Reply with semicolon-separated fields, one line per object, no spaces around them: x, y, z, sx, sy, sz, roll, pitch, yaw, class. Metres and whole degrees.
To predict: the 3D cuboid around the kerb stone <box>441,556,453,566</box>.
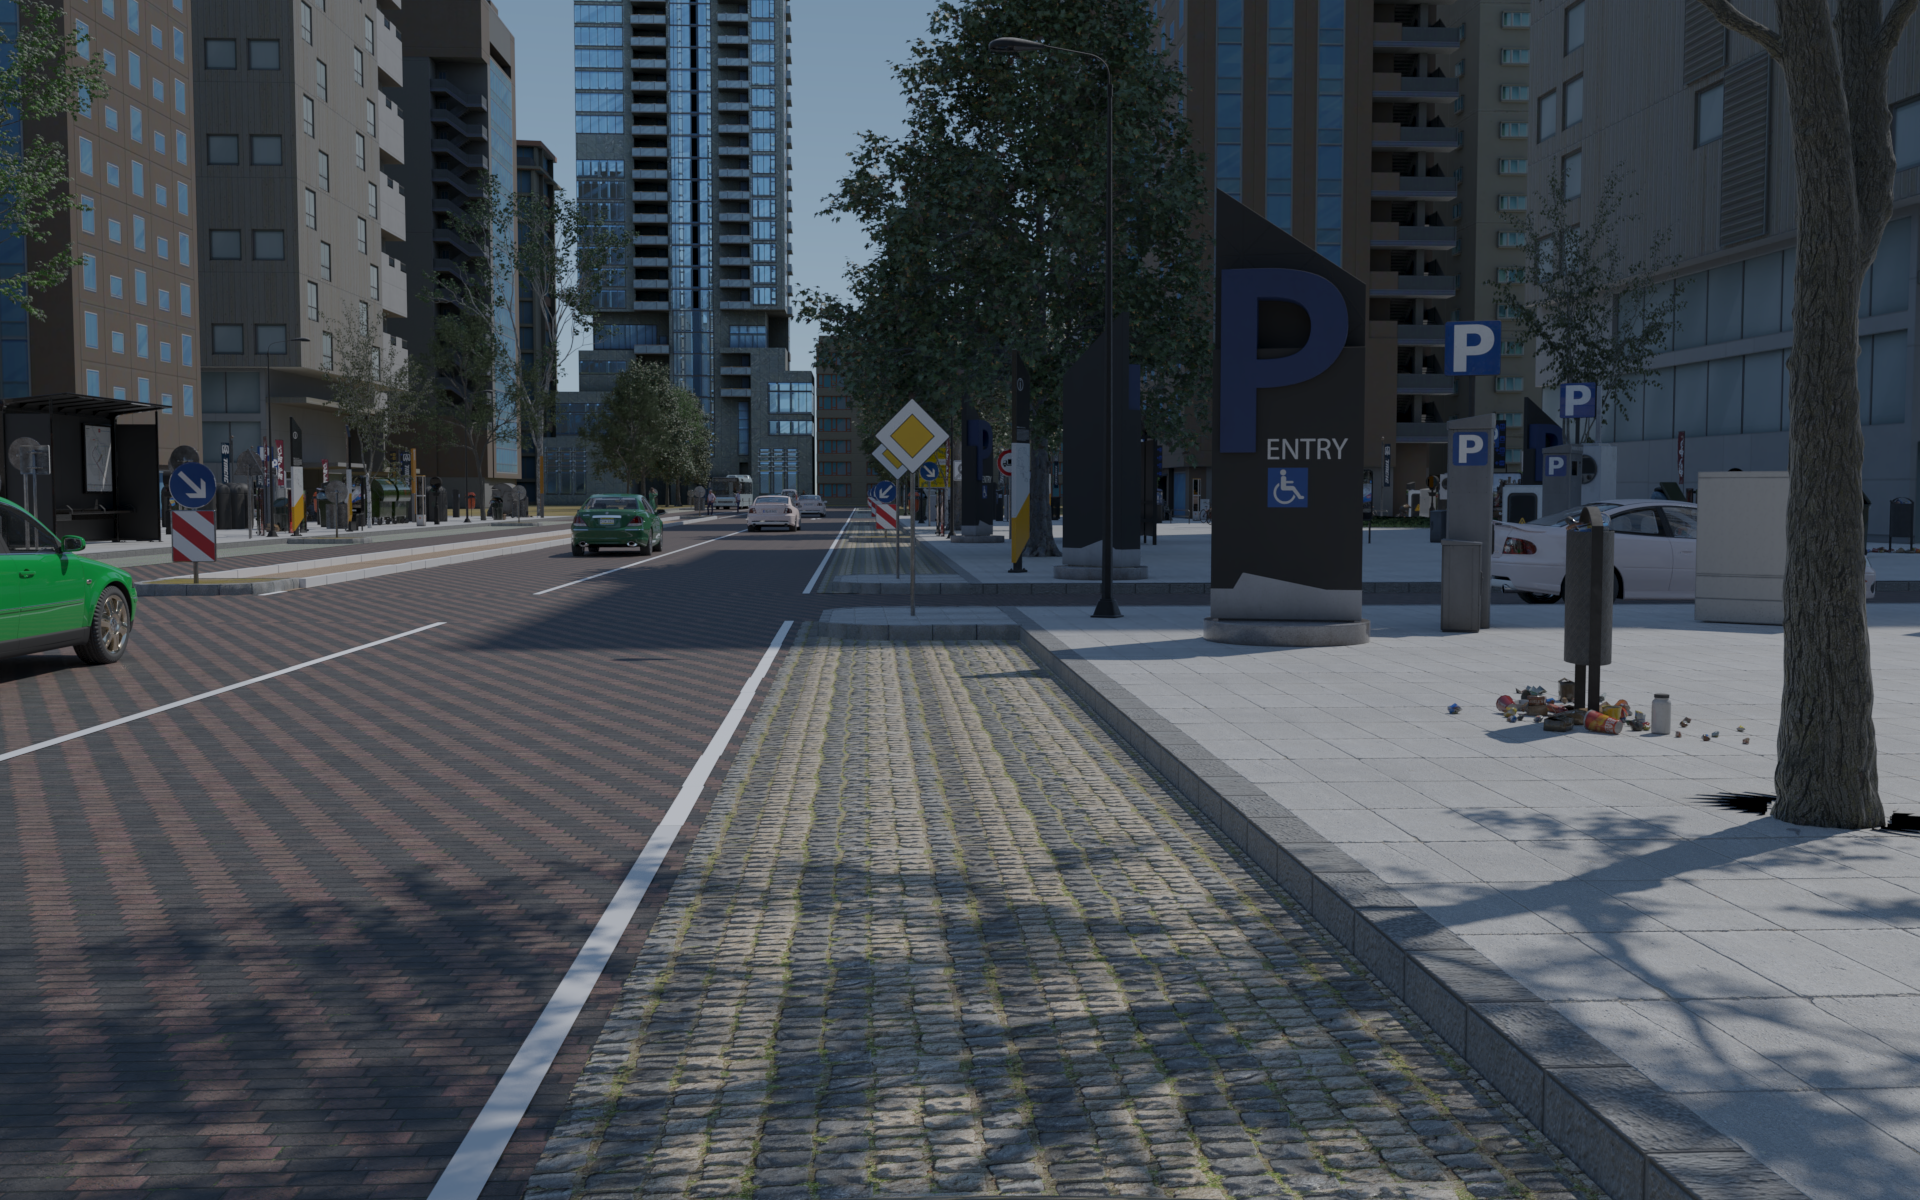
-10.464;-0.776;34.964;0.120;0.150;1.000;0;4;-3;kerb stone

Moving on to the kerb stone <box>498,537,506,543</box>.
-13.418;-1.715;50.229;0.120;0.150;1.000;0;4;-3;kerb stone

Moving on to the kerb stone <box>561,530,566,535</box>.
-13.984;-2.340;60.458;0.120;0.150;1.000;0;4;-3;kerb stone

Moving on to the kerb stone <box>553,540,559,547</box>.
-11.147;-1.532;47.247;0.120;0.150;1.000;0;4;-3;kerb stone

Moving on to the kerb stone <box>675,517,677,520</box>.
-15.976;-4.526;96.275;0.120;0.150;1.000;0;4;-3;kerb stone

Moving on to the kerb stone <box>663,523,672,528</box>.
-12.684;-3.221;74.853;0.120;0.150;1.000;0;4;-3;kerb stone

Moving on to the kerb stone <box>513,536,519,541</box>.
-13.538;-1.836;52.270;0.120;0.150;1.000;0;4;-3;kerb stone

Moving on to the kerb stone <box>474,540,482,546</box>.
-13.255;-1.527;47.164;0.120;0.150;1.000;0;4;-3;kerb stone

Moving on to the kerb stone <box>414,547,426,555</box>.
-12.901;-1.150;41.016;0.120;0.150;1.000;0;4;-3;kerb stone

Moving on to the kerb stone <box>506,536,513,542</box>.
-13.473;-1.776;51.250;0.120;0.150;1.000;0;4;-3;kerb stone

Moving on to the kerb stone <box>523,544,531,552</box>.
-10.913;-1.282;43.158;0.120;0.150;1.000;0;4;-3;kerb stone

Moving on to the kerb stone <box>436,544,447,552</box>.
-13.013;-1.277;43.075;0.120;0.150;1.000;0;4;-3;kerb stone

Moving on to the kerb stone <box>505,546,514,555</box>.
-10.809;-1.157;41.115;0.120;0.150;1.000;0;4;-3;kerb stone

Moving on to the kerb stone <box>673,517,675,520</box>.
-15.926;-4.468;95.244;0.120;0.150;1.000;0;4;-3;kerb stone

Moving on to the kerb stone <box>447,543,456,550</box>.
-13.081;-1.339;44.095;0.120;0.150;1.000;0;4;-3;kerb stone

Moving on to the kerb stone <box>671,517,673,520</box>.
-15.864;-4.405;94.223;0.120;0.150;1.000;0;4;-3;kerb stone

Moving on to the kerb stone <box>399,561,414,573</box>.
-10.298;-0.583;31.894;0.120;0.150;1.000;0;4;-3;kerb stone

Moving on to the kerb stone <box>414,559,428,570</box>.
-10.354;-0.656;32.922;0.120;0.150;1.000;0;4;-3;kerb stone

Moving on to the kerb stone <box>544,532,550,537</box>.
-13.818;-2.151;57.382;0.120;0.150;1.000;0;4;-3;kerb stone

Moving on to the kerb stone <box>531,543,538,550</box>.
-10.977;-1.341;44.180;0.120;0.150;1.000;0;4;-3;kerb stone

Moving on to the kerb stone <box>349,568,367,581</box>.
-10.124;-0.402;28.830;0.120;0.150;1.000;0;4;-3;kerb stone

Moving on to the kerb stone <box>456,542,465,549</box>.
-13.136;-1.402;45.120;0.120;0.150;1.000;0;4;-3;kerb stone

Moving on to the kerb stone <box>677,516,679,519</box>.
-16.027;-4.594;97.299;0.120;0.150;1.000;0;4;-3;kerb stone

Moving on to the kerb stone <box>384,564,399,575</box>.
-10.242;-0.531;30.870;0.120;0.150;1.000;0;4;-3;kerb stone

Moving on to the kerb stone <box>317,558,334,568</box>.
-12.505;-0.711;33.837;0.120;0.150;1.000;0;4;-3;kerb stone

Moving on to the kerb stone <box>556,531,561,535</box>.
-13.929;-2.278;59.437;0.120;0.150;1.000;0;4;-3;kerb stone

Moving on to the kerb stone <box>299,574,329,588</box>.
-10.016;-0.281;26.787;0.120;0.150;1.000;0;4;-3;kerb stone

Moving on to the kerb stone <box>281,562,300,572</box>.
-12.393;-0.587;31.794;0.120;0.150;1.000;0;4;-3;kerb stone

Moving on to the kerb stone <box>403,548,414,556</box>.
-12.854;-1.088;39.989;0.120;0.150;1.000;0;4;-3;kerb stone

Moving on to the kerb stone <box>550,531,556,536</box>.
-13.872;-2.209;58.403;0.120;0.150;1.000;0;4;-3;kerb stone

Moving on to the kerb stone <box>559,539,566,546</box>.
-11.207;-1.595;48.268;0.120;0.150;1.000;0;4;-3;kerb stone

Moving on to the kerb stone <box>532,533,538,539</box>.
-13.704;-2.027;55.333;0.120;0.150;1.000;0;4;-3;kerb stone

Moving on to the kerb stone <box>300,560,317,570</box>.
-12.449;-0.650;32.817;0.120;0.150;1.000;0;4;-3;kerb stone

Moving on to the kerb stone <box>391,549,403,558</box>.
-12.794;-1.026;38.968;0.120;0.150;1.000;0;4;-3;kerb stone

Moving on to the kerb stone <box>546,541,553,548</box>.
-11.094;-1.470;46.226;0.120;0.150;1.000;0;4;-3;kerb stone

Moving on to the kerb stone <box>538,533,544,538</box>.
-13.760;-2.088;56.361;0.120;0.150;1.000;0;4;-3;kerb stone

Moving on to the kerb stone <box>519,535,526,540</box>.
-13.587;-1.895;53.291;0.120;0.150;1.000;0;4;-3;kerb stone

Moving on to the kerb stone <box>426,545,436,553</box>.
-12.965;-1.213;42.041;0.120;0.150;1.000;0;4;-3;kerb stone

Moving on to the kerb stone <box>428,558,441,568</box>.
-10.403;-0.718;33.943;0.120;0.150;1.000;0;4;-3;kerb stone

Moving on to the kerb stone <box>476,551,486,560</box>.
-10.635;-0.969;38.043;0.120;0.150;1.000;0;4;-3;kerb stone

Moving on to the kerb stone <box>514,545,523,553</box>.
-10.859;-1.220;42.136;0.120;0.150;1.000;0;4;-3;kerb stone

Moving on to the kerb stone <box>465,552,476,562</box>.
-10.578;-0.907;37.018;0.120;0.150;1.000;0;4;-3;kerb stone

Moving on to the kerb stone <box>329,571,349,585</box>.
-10.066;-0.343;27.808;0.120;0.150;1.000;0;4;-3;kerb stone

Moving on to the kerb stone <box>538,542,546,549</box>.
-11.031;-1.407;45.206;0.120;0.150;1.000;0;4;-3;kerb stone

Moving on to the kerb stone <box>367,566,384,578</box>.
-10.178;-0.467;29.850;0.120;0.150;1.000;0;4;-3;kerb stone

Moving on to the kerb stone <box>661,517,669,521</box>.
-15.748;-4.280;92.178;0.120;0.150;1.000;0;4;-3;kerb stone

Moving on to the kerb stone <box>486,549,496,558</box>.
-10.696;-1.032;39.073;0.120;0.150;1.000;0;4;-3;kerb stone

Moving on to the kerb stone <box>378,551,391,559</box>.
-12.732;-0.963;37.948;0.120;0.150;1.000;0;4;-3;kerb stone

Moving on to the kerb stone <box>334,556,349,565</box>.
-12.562;-0.775;34.864;0.120;0.150;1.000;0;4;-3;kerb stone

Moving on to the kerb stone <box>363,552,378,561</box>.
-12.669;-0.901;36.920;0.120;0.150;1.000;0;4;-3;kerb stone

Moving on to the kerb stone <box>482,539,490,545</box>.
-13.310;-1.587;48.184;0.120;0.150;1.000;0;4;-3;kerb stone

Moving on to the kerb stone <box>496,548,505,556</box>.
-10.757;-1.092;40.094;0.120;0.150;1.000;0;4;-3;kerb stone

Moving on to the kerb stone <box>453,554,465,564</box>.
-10.520;-0.844;35.997;0.120;0.150;1.000;0;4;-3;kerb stone

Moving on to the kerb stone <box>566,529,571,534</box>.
-14.043;-2.399;61.480;0.120;0.150;1.000;0;4;-3;kerb stone

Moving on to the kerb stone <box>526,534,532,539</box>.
-13.648;-1.964;54.311;0.120;0.150;1.000;0;4;-3;kerb stone

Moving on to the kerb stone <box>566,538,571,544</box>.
-11.260;-1.656;49.292;0.120;0.150;1.000;0;4;-3;kerb stone

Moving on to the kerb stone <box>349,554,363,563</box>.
-12.624;-0.838;35.899;0.120;0.150;1.000;0;4;-3;kerb stone

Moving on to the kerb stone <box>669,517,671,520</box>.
-15.802;-4.343;93.203;0.120;0.150;1.000;0;4;-3;kerb stone

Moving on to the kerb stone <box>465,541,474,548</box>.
-13.195;-1.465;46.140;0.120;0.150;1.000;0;4;-3;kerb stone

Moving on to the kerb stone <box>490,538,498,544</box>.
-13.364;-1.649;49.208;0.120;0.150;1.000;0;4;-3;kerb stone
